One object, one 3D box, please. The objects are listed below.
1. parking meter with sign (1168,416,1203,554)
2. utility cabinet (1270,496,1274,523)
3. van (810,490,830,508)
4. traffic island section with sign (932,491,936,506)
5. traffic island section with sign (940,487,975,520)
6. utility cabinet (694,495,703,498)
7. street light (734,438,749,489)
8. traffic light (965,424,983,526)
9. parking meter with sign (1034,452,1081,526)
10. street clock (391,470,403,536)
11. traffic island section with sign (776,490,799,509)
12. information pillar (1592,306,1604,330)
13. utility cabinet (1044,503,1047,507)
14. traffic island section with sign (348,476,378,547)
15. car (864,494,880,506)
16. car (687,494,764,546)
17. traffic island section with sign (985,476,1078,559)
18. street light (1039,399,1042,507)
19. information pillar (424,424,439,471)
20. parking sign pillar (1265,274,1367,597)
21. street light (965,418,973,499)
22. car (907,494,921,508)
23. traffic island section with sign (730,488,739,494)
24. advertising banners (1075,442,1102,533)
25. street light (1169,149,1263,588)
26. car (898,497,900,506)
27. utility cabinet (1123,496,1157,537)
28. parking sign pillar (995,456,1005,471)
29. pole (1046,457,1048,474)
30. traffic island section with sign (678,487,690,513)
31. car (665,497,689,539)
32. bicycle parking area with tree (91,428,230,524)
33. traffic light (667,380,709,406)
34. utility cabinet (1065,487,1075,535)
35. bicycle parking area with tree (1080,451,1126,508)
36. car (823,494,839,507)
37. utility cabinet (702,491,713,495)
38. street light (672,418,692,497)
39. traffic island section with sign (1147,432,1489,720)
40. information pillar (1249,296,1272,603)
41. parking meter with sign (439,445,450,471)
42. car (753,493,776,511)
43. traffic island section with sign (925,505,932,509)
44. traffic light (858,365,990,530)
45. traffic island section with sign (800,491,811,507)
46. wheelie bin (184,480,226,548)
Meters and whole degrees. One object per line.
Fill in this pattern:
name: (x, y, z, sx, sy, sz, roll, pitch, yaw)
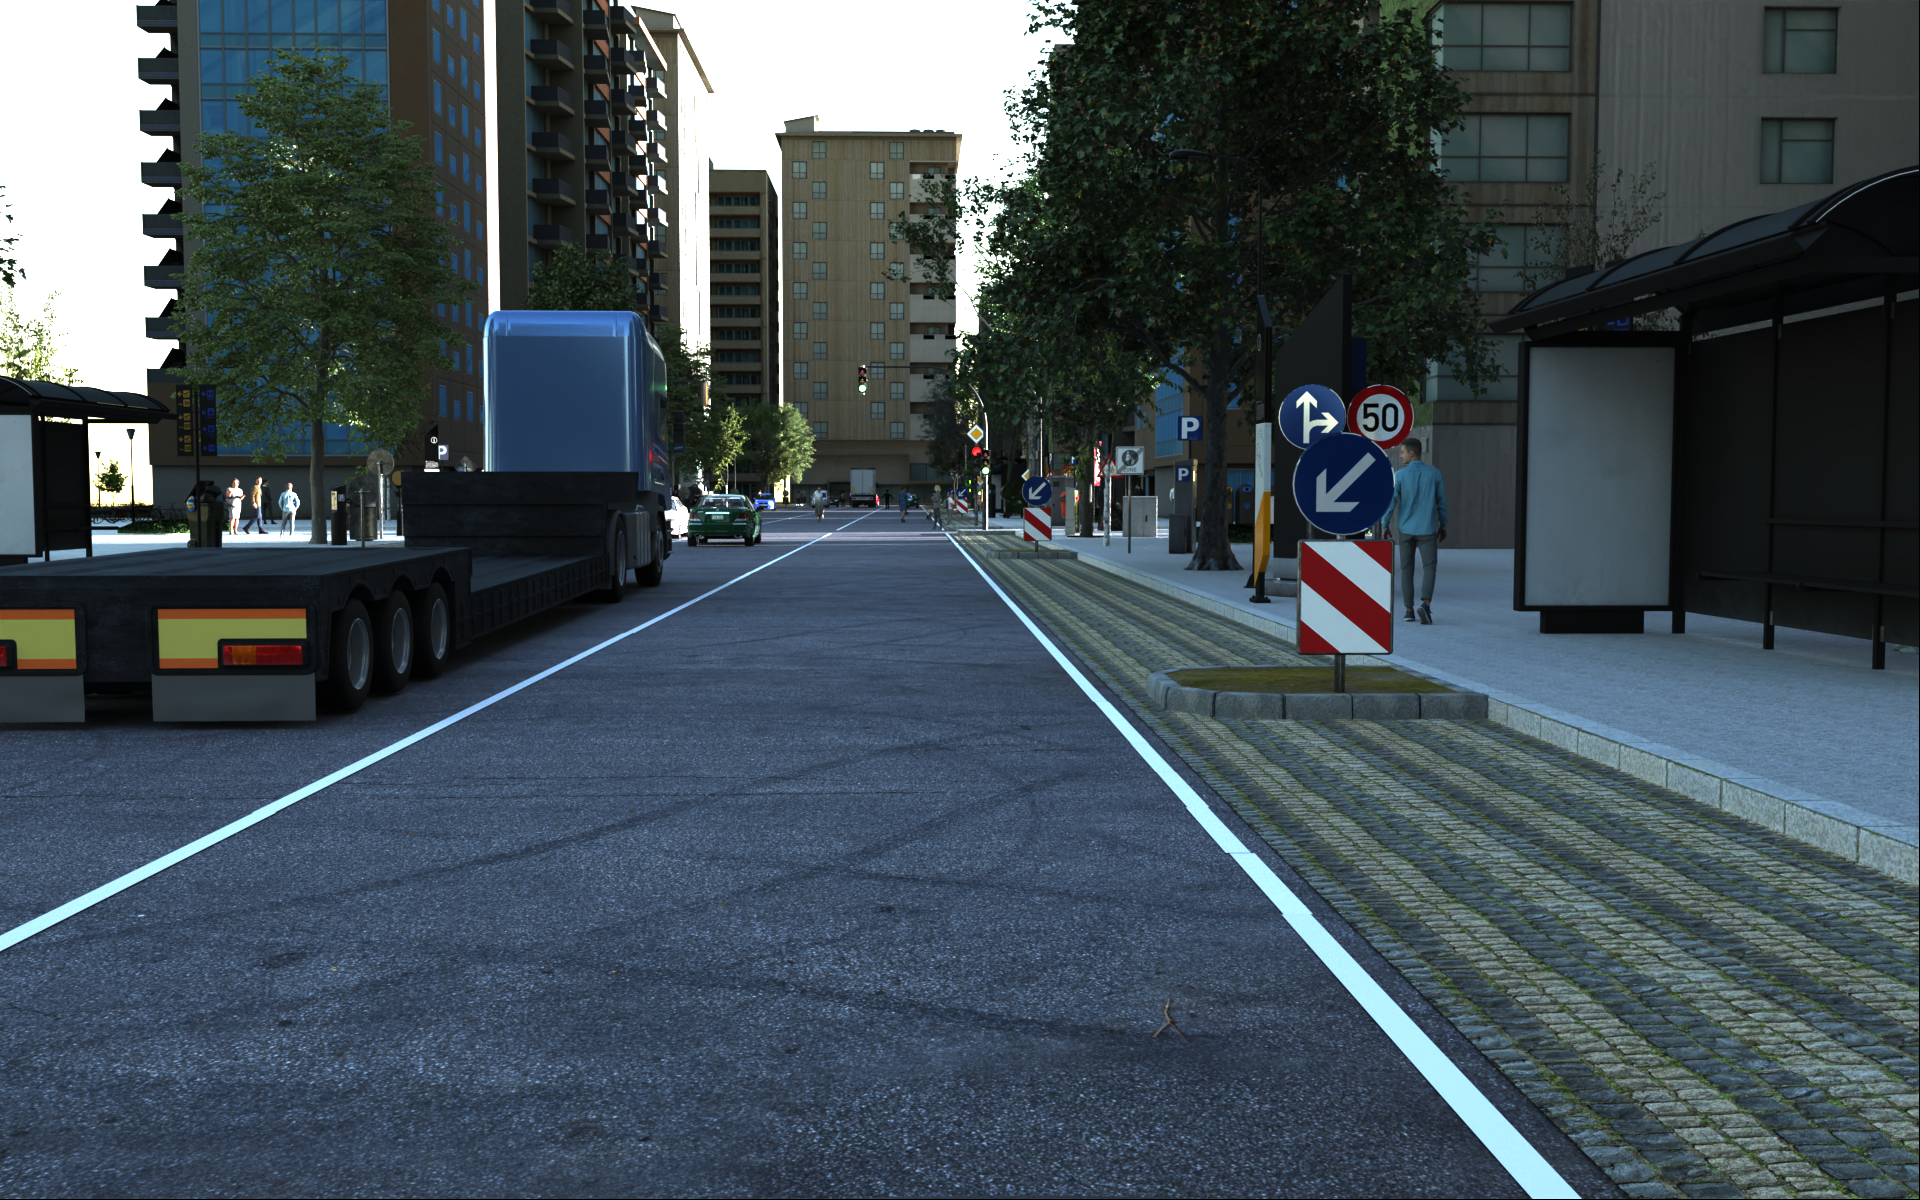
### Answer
parking meter with sign: (4.906, -2.546, 37.890, 0.543, 3.016, 1.738, 1, 4, 16)
utility cabinet: (11.247, -3.101, 61.865, 0.306, 1.237, 1.020, 1, 4, 21)
van: (-14.563, -10.628, 180.783, 2.013, 2.044, 4.112, 0, 3, 0)
traffic island section with sign: (-0.810, -6.910, 121.599, 1.989, 1.847, 2.006, 0, 4, -2)
traffic island section with sign: (-0.020, -5.240, 94.294, 1.989, 1.847, 2.006, 0, 4, -2)
utility cabinet: (-18.672, -6.944, 124.687, 1.020, 1.237, 0.306, 3, 5, 40)
street light: (-18.108, -10.459, 143.551, 1.470, 5.913, 1.316, 0, 4, -2)
traffic light: (0.639, -4.934, 69.590, 0.839, 4.253, 0.868, 0, 4, -2)
parking meter with sign: (3.834, -4.480, 69.503, 1.738, 3.016, 0.543, -1, 4, -19)
street clock: (-17.149, -2.966, 53.068, 0.471, 2.002, 0.358, 1, 4, 10)
traffic island section with sign: (-17.156, -9.932, 171.010, 1.989, 1.847, 2.006, 0, 4, -2)
information pillar: (6.761, -1.657, 18.448, 0.504, 3.616, 0.183, -3, 5, -43)
utility cabinet: (3.937, -4.436, 81.209, 0.318, 1.500, 1.173, 1, 4, 16)
traffic island section with sign: (-13.335, -1.815, 38.309, 1.989, 1.847, 2.006, 0, 4, -2)
car: (-11.018, -12.621, 215.393, 2.155, 1.783, 4.494, 0, 4, -2)
car: (-6.658, -2.284, 49.146, 2.131, 1.459, 4.920, 0, 4, -3)
traffic island section with sign: (1.569, -1.847, 38.826, 1.989, 1.847, 2.006, 0, 4, -2)
street light: (2.290, -5.407, 60.951, 1.470, 5.913, 1.316, 0, 4, -2)
information pillar: (-17.517, -4.044, 57.478, 0.504, 3.616, 0.183, -2, 4, -34)
parking sign pillar: (4.561, -2.049, 21.966, 1.447, 3.967, 1.447, -2, 4, -28)
street light: (1.010, -8.167, 106.079, 1.470, 5.913, 1.316, 0, 4, -2)
car: (-5.061, -9.995, 175.214, 2.131, 1.459, 4.920, 0, 4, -1)
traffic island section with sign: (-15.719, -6.866, 120.885, 1.989, 1.847, 2.006, 0, 4, -2)
advertising banners: (4.179, -3.726, 57.106, 0.090, 3.025, 2.074, 2, 4, 33)
street light: (3.519, -3.118, 23.525, 1.470, 5.913, 1.316, 0, 4, -2)
car: (-6.659, -12.390, 212.173, 1.945, 1.707, 3.694, 0, 4, -3)
utility cabinet: (5.367, -2.477, 51.668, 1.020, 1.237, 0.306, 0, 4, 6)
parking sign pillar: (2.983, -8.153, 121.765, 1.447, 3.967, 1.447, 3, 4, 37)
pole: (4.730, -6.142, 94.263, 0.158, 3.312, 0.155, 0, 3, 0)
traffic island section with sign: (-14.942, -5.215, 93.887, 1.989, 1.847, 2.006, 0, 4, -2)
car: (-9.990, -2.730, 57.002, 2.083, 1.381, 4.827, 0, 4, -4)
bicycle parking area with tree: (-38.170, -5.539, 77.570, 9.016, 4.147, 8.231, -3, 4, -38)
traffic light: (-12.427, -5.784, 69.235, 4.771, 5.953, 1.251, 0, 4, -2)
utility cabinet: (3.470, -2.796, 54.387, 0.318, 1.500, 1.173, 0, 4, 4)
bicycle parking area with tree: (10.220, -7.670, 112.402, 9.016, 4.147, 8.231, 1, 4, 11)
car: (-14.564, -11.368, 195.645, 2.009, 1.686, 4.222, 0, 4, -3)
utility cabinet: (-19.837, -7.733, 135.120, 1.173, 1.500, 0.318, -3, 4, -36)
street light: (-17.134, -8.191, 106.461, 1.470, 5.913, 1.316, 0, 4, -2)
traffic island section with sign: (2.335, -0.199, 11.882, 1.989, 1.847, 2.006, 0, 4, -2)
information pillar: (3.557, -1.772, 20.328, 0.183, 3.616, 0.504, 0, 4, -2)
parking meter with sign: (-18.444, -3.924, 60.423, 0.543, 3.016, 1.738, 1, 4, 10)
car: (-16.615, -8.436, 147.524, 1.945, 1.707, 3.694, 0, 4, -2)
traffic island section with sign: (-2.249, -9.968, 171.603, 1.989, 1.847, 2.006, 0, 4, -2)
traffic light: (-1.221, -5.305, 61.407, 4.771, 5.953, 1.251, 0, 4, -2)
traffic island section with sign: (-17.953, -11.643, 198.985, 1.989, 1.847, 2.006, 0, 4, -2)
wheelie bin: (-17.407, -1.965, 40.033, 0.693, 1.594, 0.980, 1, 4, 11)
